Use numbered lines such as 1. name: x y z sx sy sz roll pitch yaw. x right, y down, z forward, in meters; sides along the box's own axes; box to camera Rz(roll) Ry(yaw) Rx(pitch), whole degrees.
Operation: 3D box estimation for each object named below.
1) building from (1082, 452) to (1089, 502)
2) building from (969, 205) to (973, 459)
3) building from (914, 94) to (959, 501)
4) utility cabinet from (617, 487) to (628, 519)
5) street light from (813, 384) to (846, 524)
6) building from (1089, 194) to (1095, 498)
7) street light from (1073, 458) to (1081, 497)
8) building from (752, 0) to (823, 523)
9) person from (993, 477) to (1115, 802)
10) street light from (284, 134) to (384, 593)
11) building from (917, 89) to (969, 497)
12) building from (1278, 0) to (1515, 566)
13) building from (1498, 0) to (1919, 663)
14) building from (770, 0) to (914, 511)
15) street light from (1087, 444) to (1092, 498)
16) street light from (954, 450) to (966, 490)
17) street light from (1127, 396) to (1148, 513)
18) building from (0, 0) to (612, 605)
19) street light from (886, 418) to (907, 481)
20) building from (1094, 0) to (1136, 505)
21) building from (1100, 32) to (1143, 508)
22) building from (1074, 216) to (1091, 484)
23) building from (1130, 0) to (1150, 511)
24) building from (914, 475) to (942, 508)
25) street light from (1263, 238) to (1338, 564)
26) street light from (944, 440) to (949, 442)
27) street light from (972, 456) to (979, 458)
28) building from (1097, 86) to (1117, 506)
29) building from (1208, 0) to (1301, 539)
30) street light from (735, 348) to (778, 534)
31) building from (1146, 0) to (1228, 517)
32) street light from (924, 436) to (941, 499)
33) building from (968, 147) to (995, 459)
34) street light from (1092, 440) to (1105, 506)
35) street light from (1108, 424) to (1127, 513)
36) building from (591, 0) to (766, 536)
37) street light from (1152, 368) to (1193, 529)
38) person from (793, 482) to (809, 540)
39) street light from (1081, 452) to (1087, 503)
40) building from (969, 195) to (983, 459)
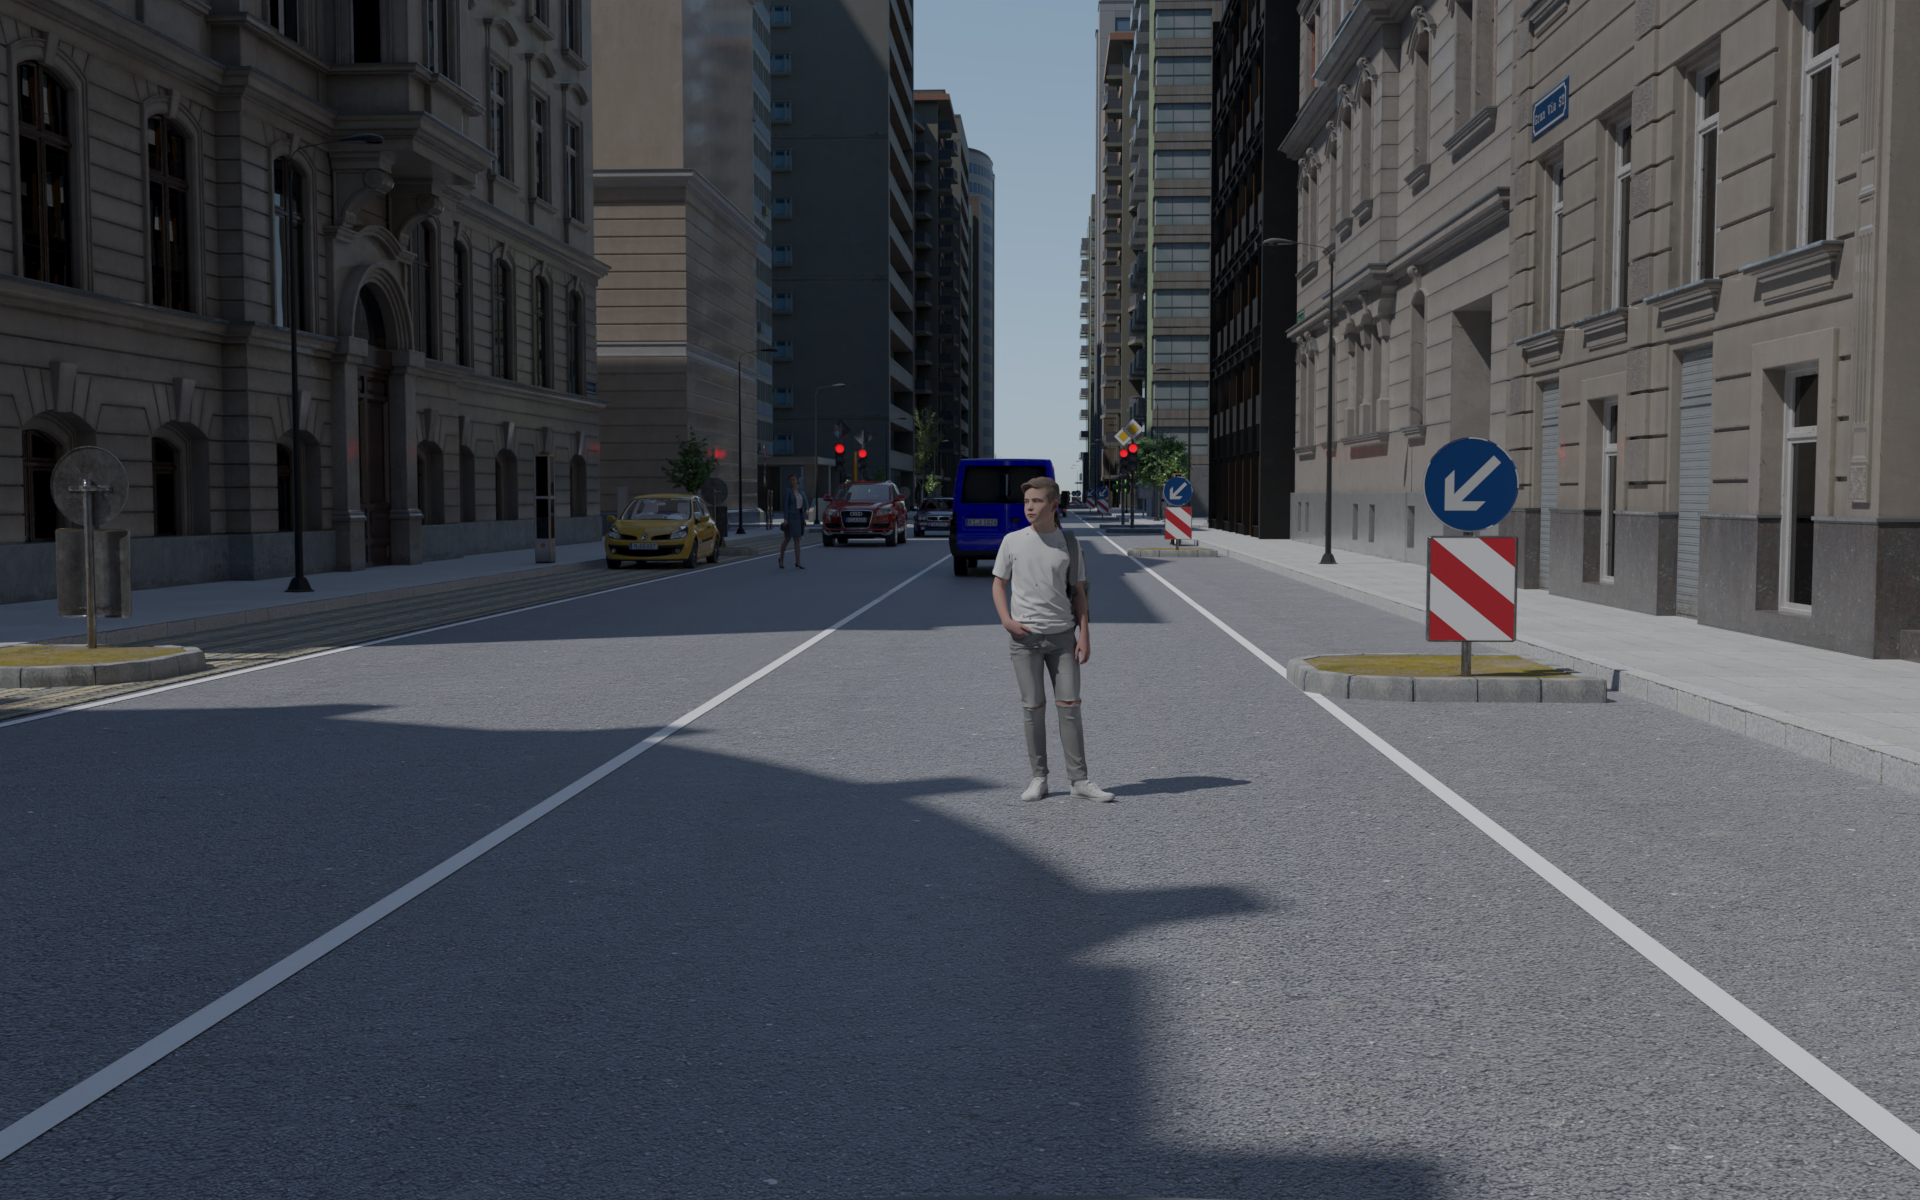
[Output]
1. building: 29.862 -57.873 258.887 22.319 86.520 31.000 0 4 3
2. building: -5.550 -33.956 238.779 14.154 41.232 14.086 0 4 3
3. building: -11.565 -32.556 186.921 22.147 44.769 28.867 0 4 3
4. utility cabinet: -9.916 -2.579 50.842 0.318 1.500 1.173 -1 4 -10
5. street light: -5.517 -6.154 73.152 1.470 5.913 1.316 0 4 3
6. building: 24.825 -33.892 237.724 14.154 41.232 14.086 0 4 3
7. street light: 16.909 -16.508 242.450 1.470 5.913 1.316 0 4 3
8. building: -22.414 -24.042 84.975 32.217 40.220 23.993 0 4 3
9. person: 0.436 0.182 8.121 0.503 1.515 0.523 -2 4 -33
10. street light: -8.125 -3.056 22.509 1.470 5.913 1.316 0 4 3
11. building: -10.032 -35.978 211.948 21.300 48.544 21.600 0 4 3
12. building: 14.792 -15.190 35.745 14.401 28.519 23.554 0 4 3
13. building: 12.664 -13.100 11.451 12.463 27.353 25.104 0 4 3
14. building: -14.641 -30.409 120.882 21.300 48.544 21.600 0 4 3
15. street light: 12.700 -11.412 159.123 1.470 5.913 1.316 0 4 3
16. street light: -0.077 -12.796 181.754 1.470 5.913 1.316 0 4 3
17. street light: 8.829 -6.713 82.305 1.470 5.913 1.316 0 4 3
18. building: -15.723 -12.882 29.699 14.460 24.649 34.723 0 4 3
19. street light: -3.927 -8.115 105.220 1.470 5.913 1.316 0 4 3
20. building: 26.731 -40.724 207.840 21.231 58.520 28.212 0 4 3
21. building: 24.645 -31.156 164.028 22.147 44.769 28.867 0 4 3
22. building: 31.286 -41.044 290.669 23.786 49.044 30.456 0 4 3
23. building: 24.326 -31.285 131.114 23.786 49.044 30.456 0 4 3
24. building: -18.062 -28.691 160.975 32.217 40.220 23.993 0 4 3
25. street light: 6.209 -3.613 31.610 1.470 5.913 1.316 0 4 3
26. street light: -1.647 -10.830 149.611 1.470 5.913 1.316 0 4 3
27. street light: 1.719 -14.760 213.866 1.470 5.913 1.316 0 4 3
28. building: 22.210 -32.807 186.508 14.600 45.320 14.200 0 4 3
29. building: 15.023 -13.834 55.867 12.332 23.373 15.834 0 4 3
30. street light: -6.481 -5.059 55.250 1.470 5.913 1.316 0 4 3
31. building: 17.996 -25.555 101.421 14.154 41.232 14.086 0 4 3
32. street light: -2.266 -10.111 137.857 1.470 5.913 1.316 0 4 3
33. building: -5.139 -45.706 289.297 21.231 58.520 28.212 0 4 3
34. street light: 12.225 -10.708 147.619 1.470 5.913 1.316 0 4 3
35. street light: 10.518 -8.699 114.776 1.470 5.913 1.316 0 4 3
36. building: -17.527 -16.669 58.448 20.117 28.700 13.634 0 4 3
37. street light: 7.877 -5.574 63.674 1.470 5.913 1.316 0 4 3
38. person: -5.060 -2.792 54.172 0.660 1.820 0.620 -1 4 -9
39. street light: 14.442 -13.423 192.014 1.470 5.913 1.316 0 4 3
40. building: -3.873 -36.856 252.704 14.600 45.320 14.200 0 4 3
